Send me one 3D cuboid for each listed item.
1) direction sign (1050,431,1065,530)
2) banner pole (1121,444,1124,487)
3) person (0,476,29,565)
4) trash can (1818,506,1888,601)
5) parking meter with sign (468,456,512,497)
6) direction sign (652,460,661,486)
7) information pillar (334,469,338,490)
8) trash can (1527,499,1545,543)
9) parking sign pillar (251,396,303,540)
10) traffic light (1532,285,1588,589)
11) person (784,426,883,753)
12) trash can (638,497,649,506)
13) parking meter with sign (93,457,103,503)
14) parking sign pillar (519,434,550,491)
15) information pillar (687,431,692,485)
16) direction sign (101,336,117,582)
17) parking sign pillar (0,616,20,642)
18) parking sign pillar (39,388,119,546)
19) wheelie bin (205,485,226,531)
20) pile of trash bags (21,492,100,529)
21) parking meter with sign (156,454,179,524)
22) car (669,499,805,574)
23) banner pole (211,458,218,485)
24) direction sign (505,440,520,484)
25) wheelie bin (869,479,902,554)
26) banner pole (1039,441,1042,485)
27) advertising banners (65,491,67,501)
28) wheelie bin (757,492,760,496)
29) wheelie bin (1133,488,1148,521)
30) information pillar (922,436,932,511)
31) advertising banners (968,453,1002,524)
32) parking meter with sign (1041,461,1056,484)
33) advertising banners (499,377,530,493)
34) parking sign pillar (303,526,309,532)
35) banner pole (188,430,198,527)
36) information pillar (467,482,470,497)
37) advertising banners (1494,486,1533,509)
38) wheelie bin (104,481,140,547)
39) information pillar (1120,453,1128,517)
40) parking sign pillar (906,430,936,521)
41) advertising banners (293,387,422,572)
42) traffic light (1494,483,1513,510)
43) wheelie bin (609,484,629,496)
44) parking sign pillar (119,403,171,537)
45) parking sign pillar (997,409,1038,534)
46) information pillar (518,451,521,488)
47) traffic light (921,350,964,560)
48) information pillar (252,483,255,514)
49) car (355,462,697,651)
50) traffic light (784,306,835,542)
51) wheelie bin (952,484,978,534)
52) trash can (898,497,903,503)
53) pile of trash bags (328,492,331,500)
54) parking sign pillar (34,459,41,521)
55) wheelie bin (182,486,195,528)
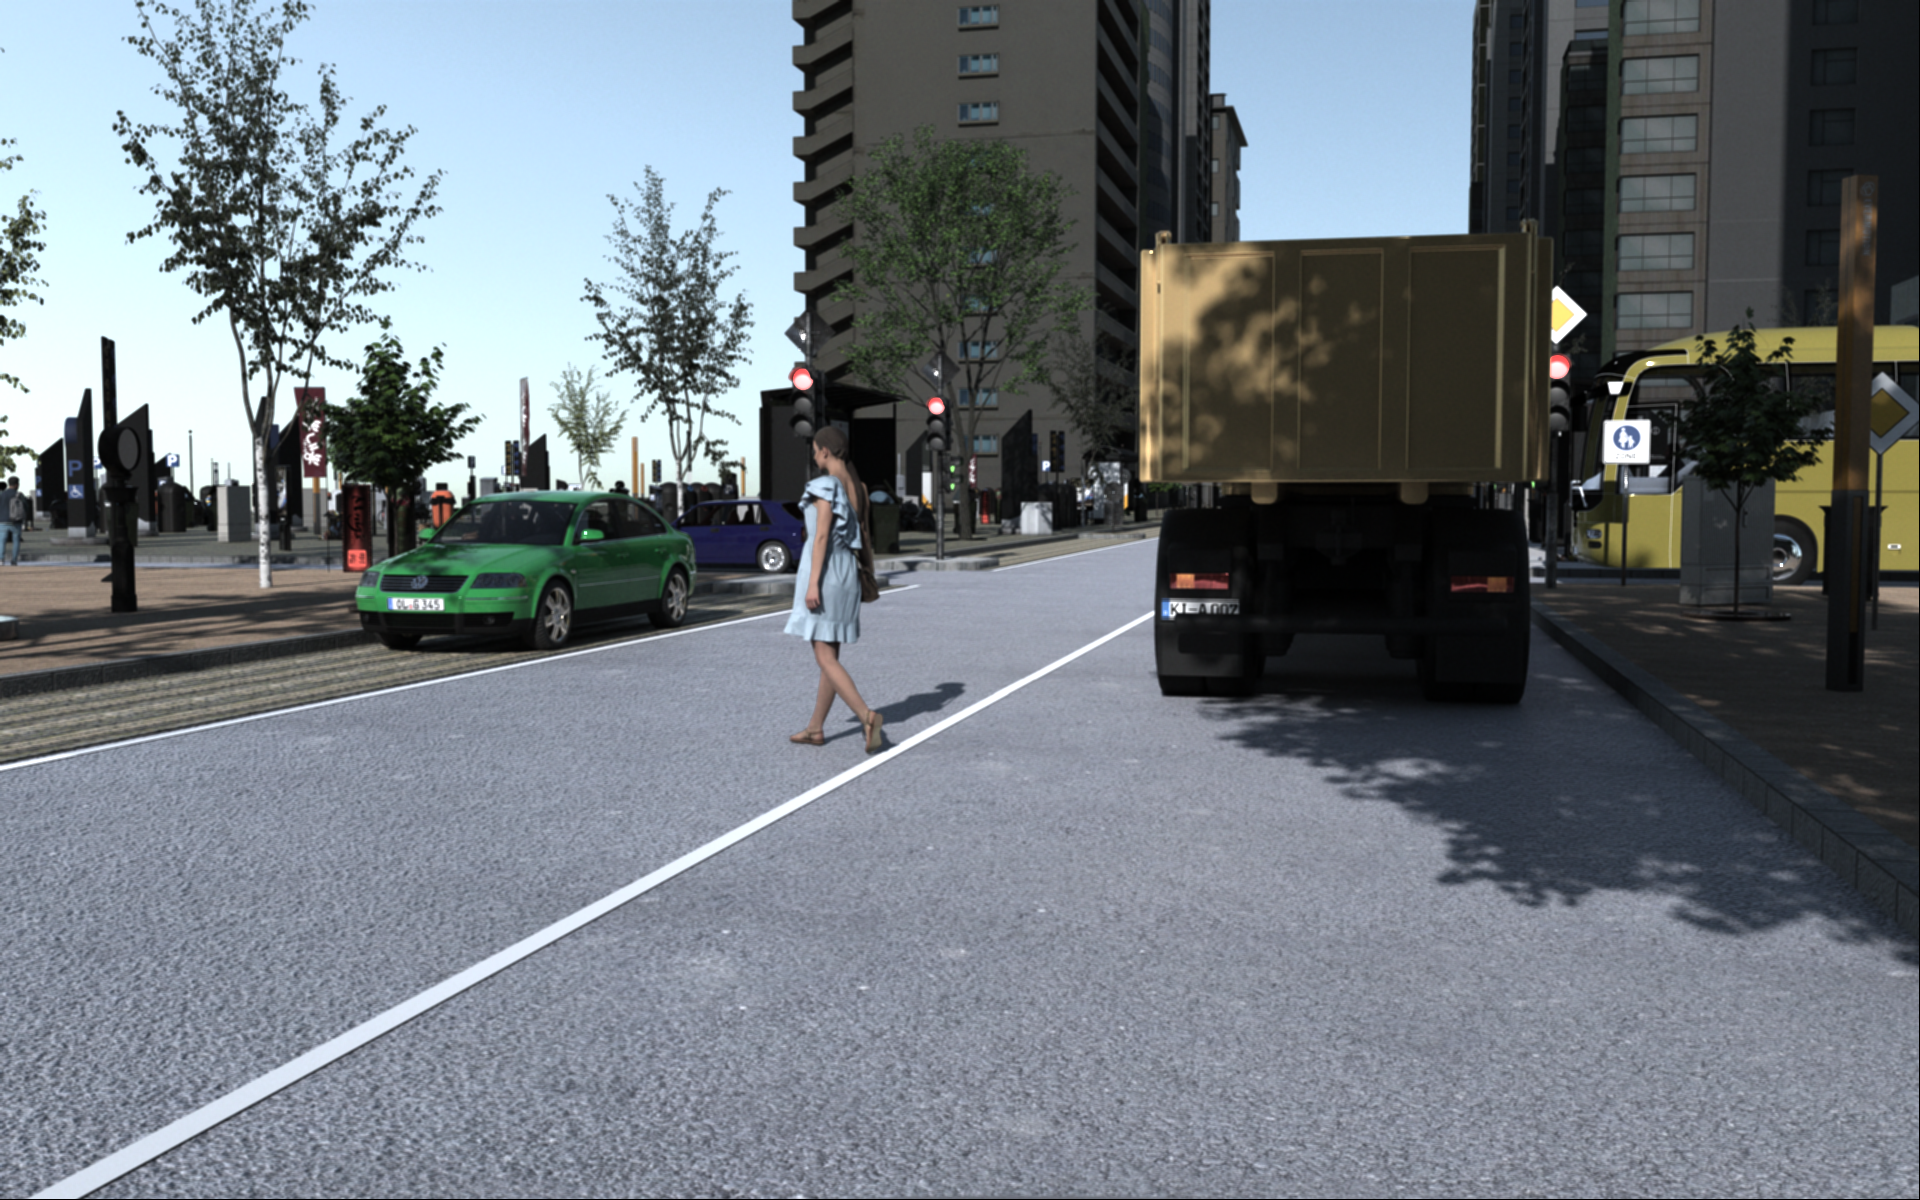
[{"bbox_3d":[3.489,-4.290,62.142,0.379,3.537,0.876,3,4,37],"label":"direction sign"},{"bbox_3d":[8.185,-5.971,87.648,0.401,3.779,0.863,0,4,-2],"label":"banner pole"},{"bbox_3d":[-18.636,-1.540,34.021,0.623,1.781,0.721,-2,4,-31],"label":"person"},{"bbox_3d":[10.738,-0.563,20.858,0.748,1.137,0.748,0,3,0],"label":"trash can"},{"bbox_3d":[-21.613,-5.088,79.449,1.738,3.016,0.543,1,4,10],"label":"parking meter with sign"},{"bbox_3d":[-20.096,-7.512,114.812,0.876,3.537,0.379,3,5,42],"label":"direction sign"},{"bbox_3d":[-37.241,-6.850,103.347,0.183,3.616,0.504,0,4,-5],"label":"information pillar"},{"bbox_3d":[15.229,-2.064,45.399,0.748,1.137,0.748,0,3,0],"label":"trash can"},{"bbox_3d":[-19.431,-3.671,48.494,1.447,3.967,1.447,-2,4,-33],"label":"parking sign pillar"},{"bbox_3d":[8.027,-2.114,23.477,0.839,4.253,0.868,1,4,14],"label":"traffic light"},{"bbox_3d":[-0.666,-0.070,9.737,0.778,1.811,0.616,3,5,43],"label":"person"},{"bbox_3d":[-13.169,-3.699,72.140,0.748,1.137,0.748,0,3,0],"label":"trash can"},{"bbox_3d":[-40.713,-5.199,81.272,0.543,3.016,1.738,-1,4,-14],"label":"parking meter with sign"},{"bbox_3d":[-19.088,-5.460,77.735,1.447,3.967,1.447,1,4,16],"label":"parking sign pillar"},{"bbox_3d":[-9.982,-4.433,63.836,0.183,3.616,0.504,-1,4,-19],"label":"information pillar"},{"bbox_3d":[-12.405,-2.038,25.324,0.379,3.537,0.876,-1,4,-16],"label":"direction sign"},{"bbox_3d":[-9.010,-1.620,14.963,1.447,3.967,1.447,-2,4,-25],"label":"parking sign pillar"},{"bbox_3d":[-22.138,-3.370,43.572,1.447,3.967,1.447,-1,4,-17],"label":"parking sign pillar"},{"bbox_3d":[-25.562,-3.177,59.856,0.693,1.594,0.980,1,4,20],"label":"wheelie bin"},{"bbox_3d":[-33.539,-3.340,64.359,3.447,1.369,1.912,-1,4,-12],"label":"pile of trash bags"},{"bbox_3d":[-34.575,-4.838,75.370,0.543,3.016,1.738,0,4,-2],"label":"parking meter with sign"},{"bbox_3d":[-4.378,-1.179,31.863,3.894,1.354,1.945,1,4,14],"label":"car"},{"bbox_3d":[-52.076,-8.013,121.026,0.863,3.779,0.401,2,4,30],"label":"banner pole"},{"bbox_3d":[-18.968,-4.982,73.446,0.876,3.537,0.379,3,4,37],"label":"direction sign"},{"bbox_3d":[-1.594,-1.783,37.059,0.693,1.594,0.980,0,4,-2],"label":"wheelie bin"},{"bbox_3d":[3.620,-5.658,82.525,0.863,3.779,0.401,2,4,33],"label":"banner pole"},{"bbox_3d":[-51.371,-6.305,99.272,2.074,3.025,0.090,-3,5,-43],"label":"advertising banners"},{"bbox_3d":[-7.438,-3.587,66.559,0.693,1.594,0.980,-2,4,-30],"label":"wheelie bin"},{"bbox_3d":[8.539,-4.528,81.941,0.693,1.594,0.980,0,4,-4],"label":"wheelie bin"},{"bbox_3d":[-1.245,-4.559,65.894,0.183,3.616,0.504,-3,5,-41],"label":"information pillar"},{"bbox_3d":[1.106,-4.752,73.878,2.074,3.025,0.090,3,5,40],"label":"advertising banners"},{"bbox_3d":[4.866,-5.810,91.262,0.543,3.016,1.738,2,4,24],"label":"parking meter with sign"},{"bbox_3d":[-6.902,-1.874,26.833,0.090,3.025,2.074,-2,4,-26],"label":"advertising banners"},{"bbox_3d":[-22.856,-4.288,58.585,1.447,3.967,1.447,1,4,14],"label":"parking sign pillar"},{"bbox_3d":[-30.129,-4.766,67.945,0.401,3.779,0.863,-1,4,-20],"label":"banner pole"},{"bbox_3d":[-29.484,-6.114,104.460,0.304,2.012,0.304,2,4,34],"label":"information pillar"},{"bbox_3d":[22.602,-4.519,70.078,2.074,3.025,0.090,1,4,20],"label":"advertising banners"},{"bbox_3d":[-20.245,-2.077,41.873,0.693,1.594,0.980,-3,5,-43],"label":"wheelie bin"},{"bbox_3d":[9.342,-6.576,98.880,0.504,3.616,0.183,1,4,18],"label":"information pillar"},{"bbox_3d":[-1.731,-5.209,73.636,1.447,3.967,1.447,-3,5,-41],"label":"parking sign pillar"},{"bbox_3d":[-9.832,-1.962,28.271,2.074,3.025,0.090,0,4,4],"label":"advertising banners"},{"bbox_3d":[9.900,-2.588,31.240,0.839,4.253,0.868,1,4,14],"label":"traffic light"},{"bbox_3d":[-10.784,-2.867,54.778,0.693,1.594,0.980,-1,4,-12],"label":"wheelie bin"},{"bbox_3d":[-24.801,-3.872,51.785,1.447,3.967,1.447,0,4,4],"label":"parking sign pillar"},{"bbox_3d":[1.924,-4.118,55.797,1.447,3.967,1.447,-3,5,-41],"label":"parking sign pillar"},{"bbox_3d":[-23.482,-6.216,92.983,0.504,3.616,0.183,0,4,8],"label":"information pillar"},{"bbox_3d":[-0.372,-2.738,33.693,0.839,4.253,0.868,1,4,14],"label":"traffic light"},{"bbox_3d":[-46.338,-6.687,113.829,0.304,2.012,0.304,0,4,-6],"label":"information pillar"},{"bbox_3d":[-4.180,-0.520,17.305,1.959,1.807,4.718,1,4,14],"label":"car"},{"bbox_3d":[-2.245,-2.264,25.930,0.839,4.253,0.868,1,4,14],"label":"traffic light"},{"bbox_3d":[0.170,-2.924,55.716,0.693,1.594,0.980,-2,4,-28],"label":"wheelie bin"},{"bbox_3d":[-2.709,-4.155,79.586,0.748,1.137,0.748,0,3,0],"label":"trash can"},{"bbox_3d":[-28.197,-4.066,76.227,1.912,1.369,3.447,-1,4,-8],"label":"pile of trash bags"},{"bbox_3d":[-43.295,-5.745,82.402,1.447,3.967,1.447,1,4,21],"label":"parking sign pillar"},{"bbox_3d":[-29.430,-3.536,65.723,0.693,1.594,0.980,-2,4,-35],"label":"wheelie bin"}]
